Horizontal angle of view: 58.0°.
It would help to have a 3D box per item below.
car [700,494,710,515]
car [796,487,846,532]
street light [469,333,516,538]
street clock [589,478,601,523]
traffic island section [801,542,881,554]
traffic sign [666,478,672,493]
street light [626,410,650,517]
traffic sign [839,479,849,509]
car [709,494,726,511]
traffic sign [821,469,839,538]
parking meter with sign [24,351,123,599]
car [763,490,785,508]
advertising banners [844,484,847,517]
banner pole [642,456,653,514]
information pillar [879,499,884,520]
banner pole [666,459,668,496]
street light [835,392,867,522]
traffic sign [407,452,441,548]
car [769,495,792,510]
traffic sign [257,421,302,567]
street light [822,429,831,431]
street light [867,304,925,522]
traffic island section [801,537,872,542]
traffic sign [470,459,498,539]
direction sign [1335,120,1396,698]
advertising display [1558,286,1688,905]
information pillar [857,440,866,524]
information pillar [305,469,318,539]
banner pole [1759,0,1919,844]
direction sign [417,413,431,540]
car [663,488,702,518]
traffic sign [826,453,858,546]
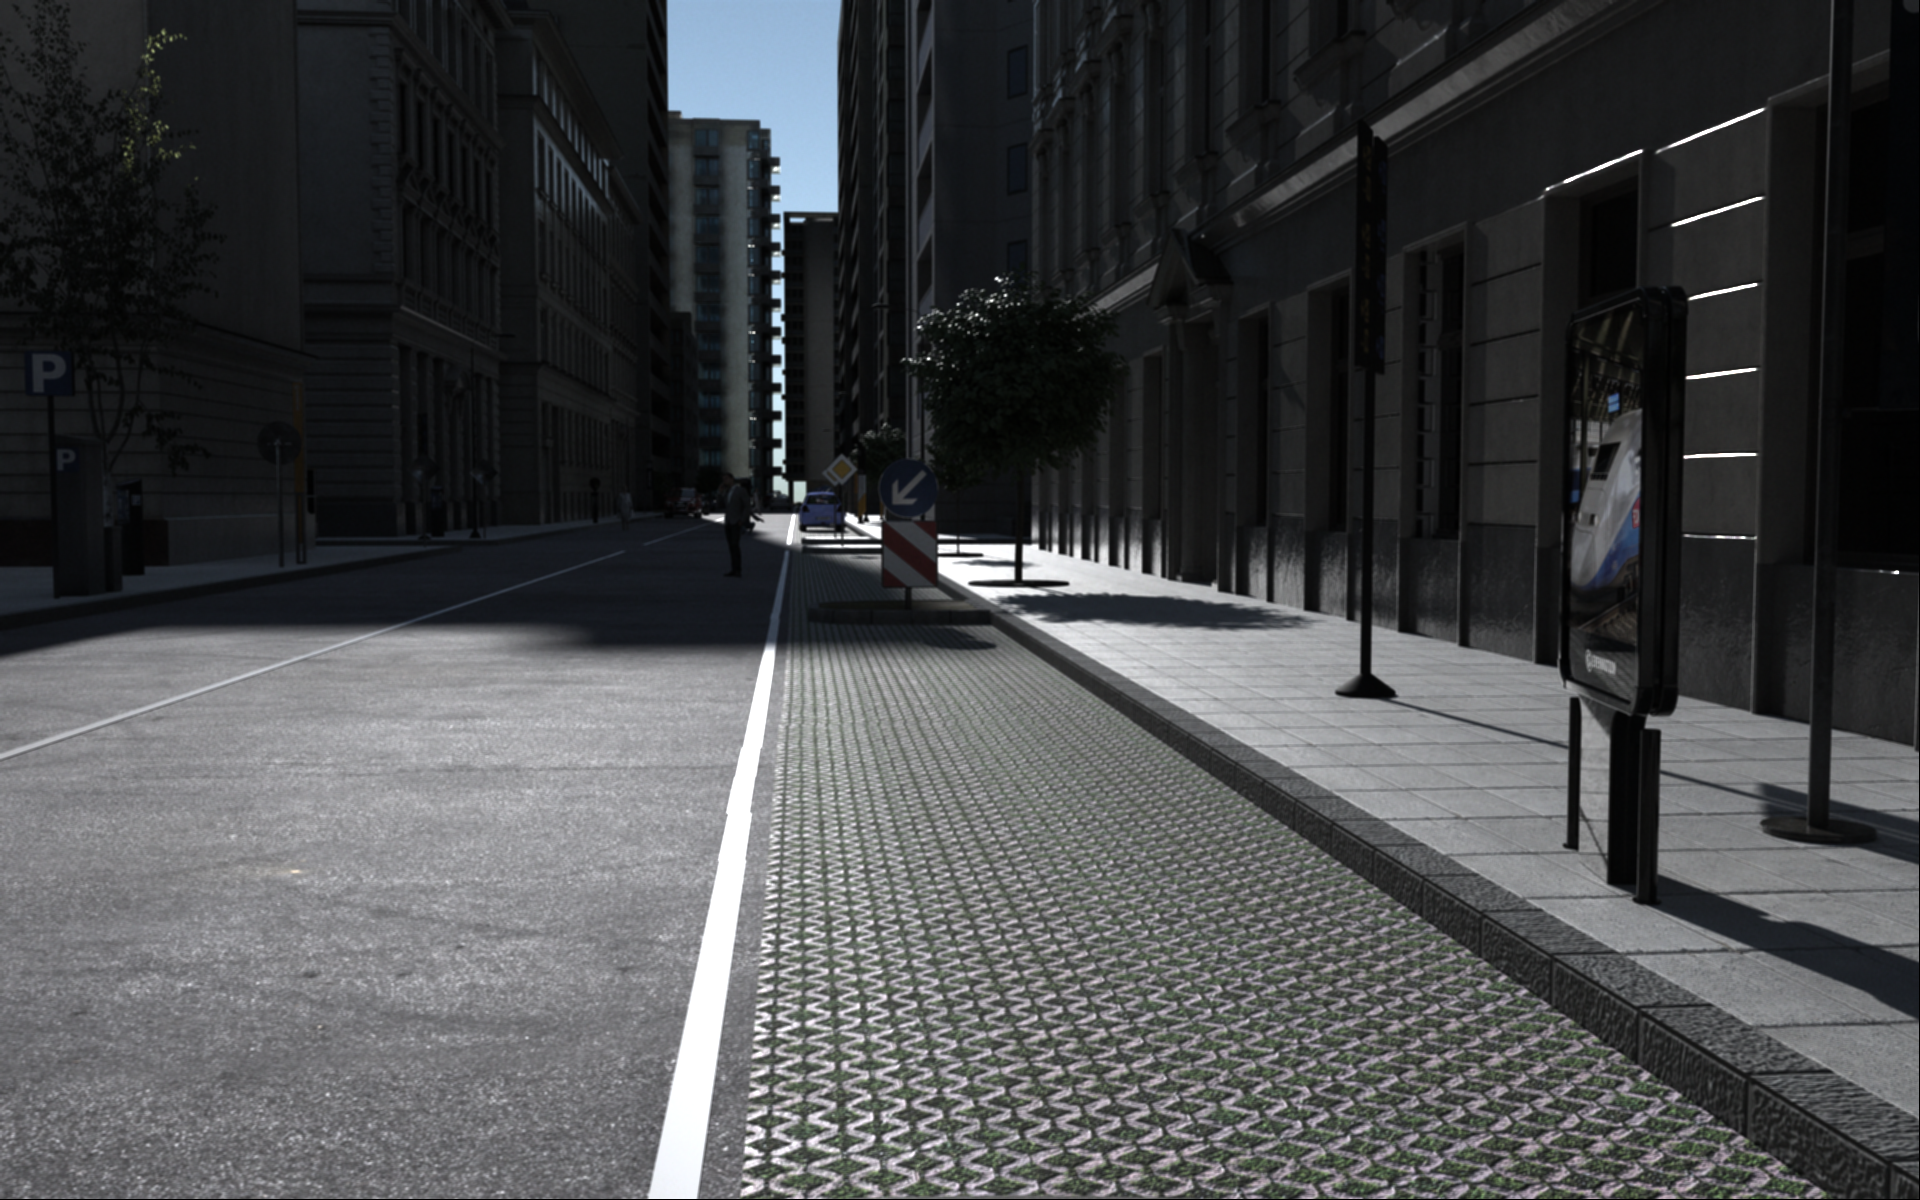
[{"bbox_3d":[-18.174,-6.681,119.013,2.009,1.686,4.222,0,4,-5],"label":"car"},{"bbox_3d":[-5.356,-3.504,66.877,1.945,1.707,3.694,0,4,-7],"label":"car"},{"bbox_3d":[-13.516,-4.742,50.079,1.470,5.913,1.316,0,4,-5],"label":"street light"},{"bbox_3d":[-16.074,-4.387,76.291,0.471,2.002,0.358,-1,4,-16],"label":"street clock"},{"bbox_3d":[-2.866,-1.236,42.497,2.009,0.180,2.903,0,4,-5],"label":"traffic island section"},{"bbox_3d":[-20.288,-7.260,119.891,0.795,2.450,0.064,0,4,-5],"label":"traffic sign"},{"bbox_3d":[-17.862,-7.545,95.909,1.470,5.913,1.316,0,4,-5],"label":"street light"},{"bbox_3d":[-7.281,-6.578,107.660,0.768,2.556,0.104,0,4,3],"label":"traffic sign"},{"bbox_3d":[-20.279,-8.264,147.123,2.014,1.417,4.499,0,4,-4],"label":"car"},{"bbox_3d":[-3.634,-2.858,50.368,0.795,2.450,0.064,0,4,-5],"label":"traffic sign"},{"bbox_3d":[-11.181,-1.573,21.979,0.543,3.016,1.738,0,4,-7],"label":"parking meter with sign"},{"bbox_3d":[-19.554,-10.584,181.723,2.281,1.827,5.304,0,4,-5],"label":"car"},{"bbox_3d":[-6.595,-6.304,99.251,0.090,3.025,2.074,0,4,-7],"label":"advertising banners"},{"bbox_3d":[-20.523,-7.569,113.767,0.863,3.779,0.401,1,4,17],"label":"banner pole"},{"bbox_3d":[-3.842,-5.755,85.448,0.183,3.616,0.504,1,4,13],"label":"information pillar"},{"bbox_3d":[-20.739,-8.112,122.640,0.401,3.779,0.863,0,4,-5],"label":"banner pole"},{"bbox_3d":[-4.852,-6.531,79.328,1.470,5.913,1.316,0,4,-5],"label":"street light"},{"bbox_3d":[-12.842,-2.316,41.509,0.795,2.450,0.064,0,4,-5],"label":"traffic sign"},{"bbox_3d":[-15.984,-8.682,154.309,2.083,1.381,4.827,0,4,-5],"label":"car"},{"bbox_3d":[-11.892,-1.846,30.283,0.768,2.556,0.104,0,4,-1],"label":"traffic sign"},{"bbox_3d":[-9.186,-9.299,124.578,1.470,5.913,1.316,0,4,-5],"label":"street light"},{"bbox_3d":[-1.458,-4.279,42.502,1.470,5.913,1.316,0,4,-5],"label":"street light"},{"bbox_3d":[-3.611,-1.723,50.447,2.009,0.180,2.903,0,4,-5],"label":"traffic island section"},{"bbox_3d":[-13.587,-2.802,49.460,0.795,2.450,0.064,0,4,-5],"label":"traffic sign"},{"bbox_3d":[2.593,-1.161,10.973,0.379,3.537,0.876,2,4,23],"label":"direction sign"},{"bbox_3d":[2.196,-0.036,5.807,0.123,1.923,0.974,0,4,5],"label":"advertising display"},{"bbox_3d":[-4.251,-5.108,74.871,0.183,3.616,0.504,-3,5,-40],"label":"information pillar"},{"bbox_3d":[-18.725,-2.781,49.969,0.304,2.012,0.304,-1,4,-12],"label":"information pillar"},{"bbox_3d":[3.410,-0.994,6.272,0.863,3.779,0.401,3,5,42],"label":"banner pole"},{"bbox_3d":[-15.130,-3.475,48.821,0.379,3.537,0.876,-2,4,-33],"label":"direction sign"},{"bbox_3d":[-16.614,-5.830,103.985,2.281,1.827,5.304,0,4,-6],"label":"car"},{"bbox_3d":[-2.889,-2.372,42.418,0.795,2.450,0.064,0,4,-5],"label":"traffic sign"}]
